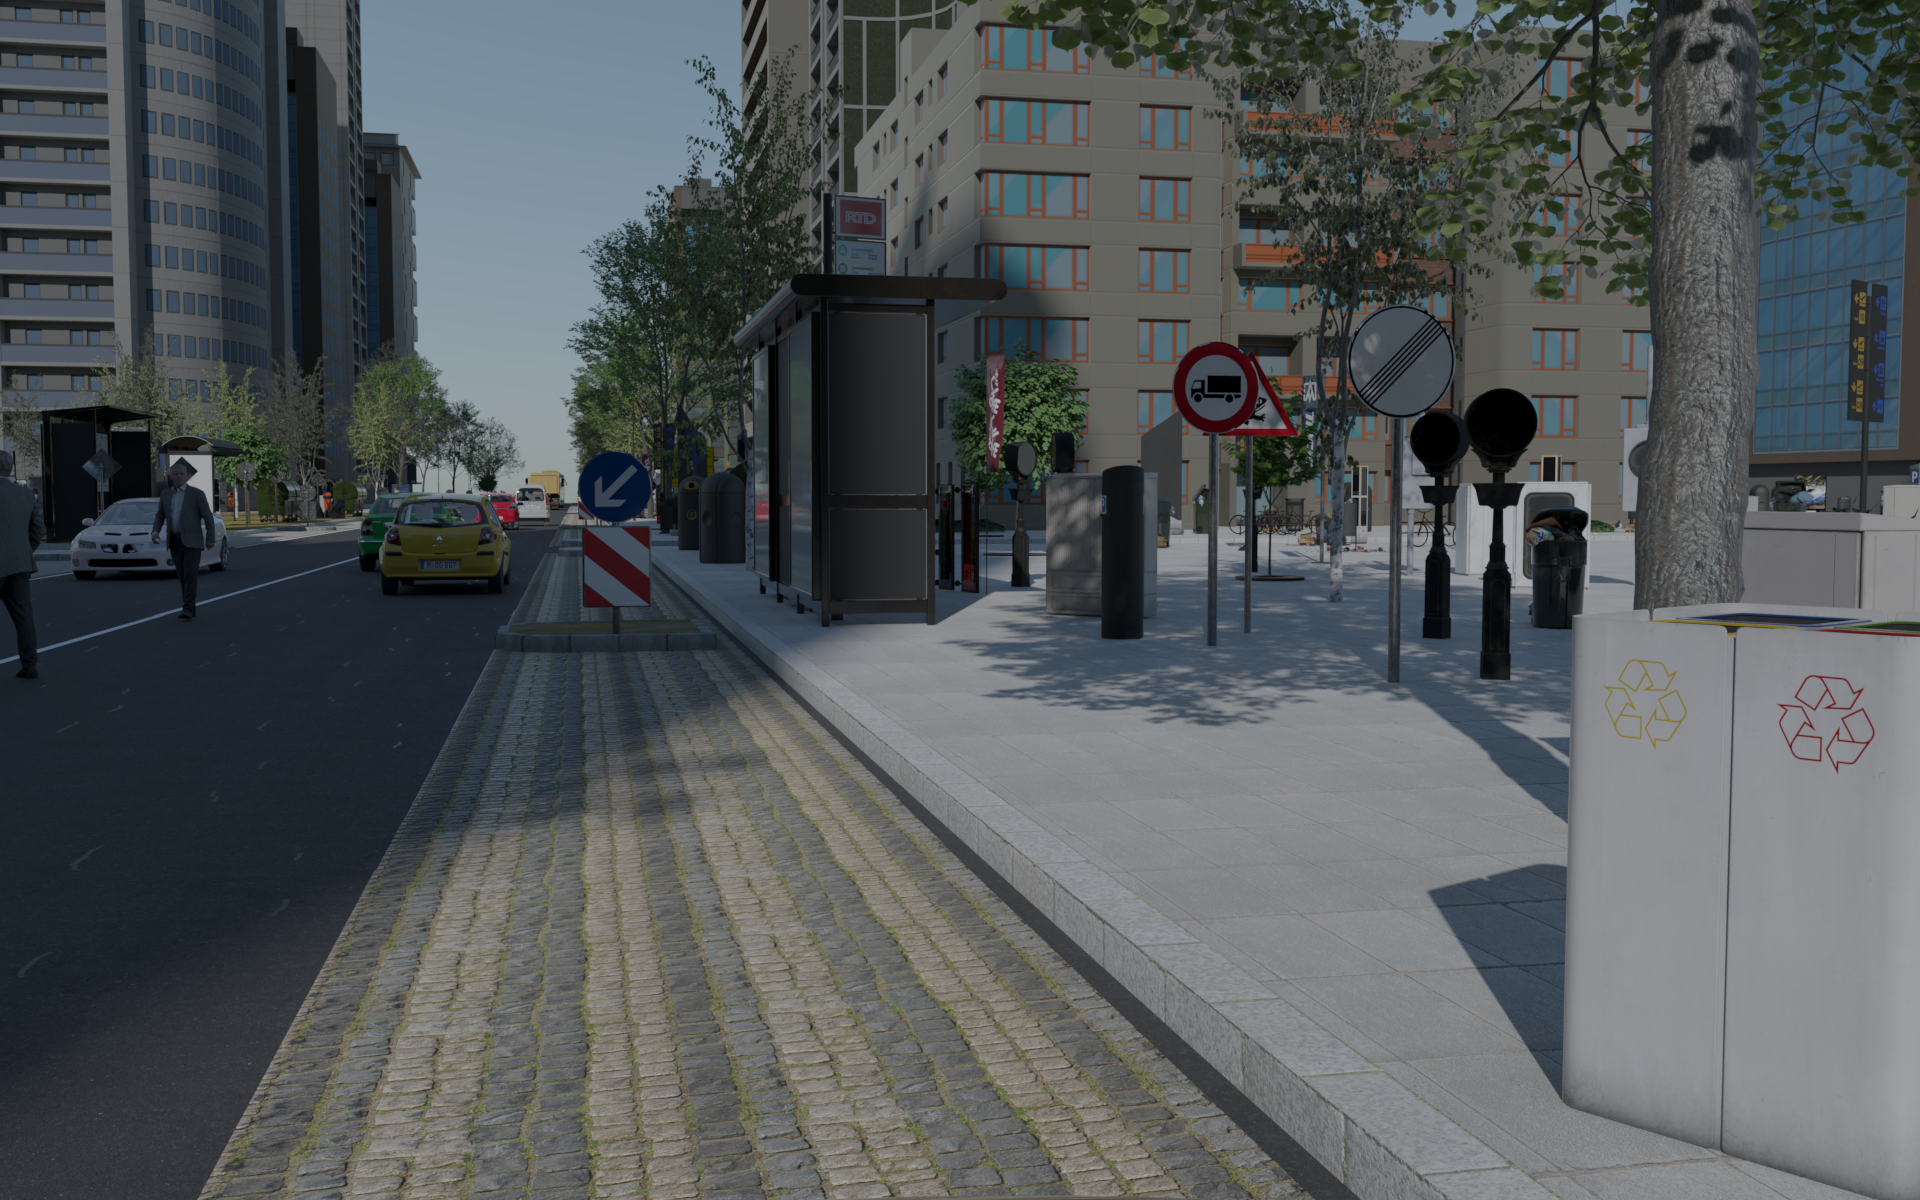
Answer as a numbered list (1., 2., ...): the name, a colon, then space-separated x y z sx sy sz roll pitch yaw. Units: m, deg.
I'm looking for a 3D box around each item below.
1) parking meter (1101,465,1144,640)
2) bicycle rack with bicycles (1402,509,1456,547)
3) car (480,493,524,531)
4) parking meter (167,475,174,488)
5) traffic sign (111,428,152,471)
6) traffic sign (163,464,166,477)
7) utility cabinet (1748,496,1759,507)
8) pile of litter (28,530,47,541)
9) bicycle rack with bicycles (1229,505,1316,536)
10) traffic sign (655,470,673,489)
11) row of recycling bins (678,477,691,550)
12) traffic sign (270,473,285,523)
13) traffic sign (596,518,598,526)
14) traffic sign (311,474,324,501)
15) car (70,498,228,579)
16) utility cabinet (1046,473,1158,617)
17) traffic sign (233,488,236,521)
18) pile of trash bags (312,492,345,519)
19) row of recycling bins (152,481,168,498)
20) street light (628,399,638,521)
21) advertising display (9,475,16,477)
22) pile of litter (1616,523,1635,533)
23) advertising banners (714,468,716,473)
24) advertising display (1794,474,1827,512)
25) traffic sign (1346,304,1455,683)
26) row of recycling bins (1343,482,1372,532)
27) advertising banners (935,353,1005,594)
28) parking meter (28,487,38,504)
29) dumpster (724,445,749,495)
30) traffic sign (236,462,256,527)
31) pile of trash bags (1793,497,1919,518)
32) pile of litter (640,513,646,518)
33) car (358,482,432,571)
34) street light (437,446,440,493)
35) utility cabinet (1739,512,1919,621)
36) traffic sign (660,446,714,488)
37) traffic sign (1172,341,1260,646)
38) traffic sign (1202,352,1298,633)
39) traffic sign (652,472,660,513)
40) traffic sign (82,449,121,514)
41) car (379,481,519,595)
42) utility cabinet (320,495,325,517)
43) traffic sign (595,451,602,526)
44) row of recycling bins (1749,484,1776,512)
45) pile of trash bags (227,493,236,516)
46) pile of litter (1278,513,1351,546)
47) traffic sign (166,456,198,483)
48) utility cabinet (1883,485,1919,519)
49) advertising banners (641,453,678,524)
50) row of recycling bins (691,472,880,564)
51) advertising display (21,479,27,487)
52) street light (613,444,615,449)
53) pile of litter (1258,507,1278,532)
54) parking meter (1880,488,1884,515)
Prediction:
1. parking meter: 1.447 -0.428 15.403 0.372 1.533 0.369 0 3 0
2. bicycle rack with bicycles: 11.956 -1.719 41.490 2.925 0.926 2.852 -3 4 -36
3. car: -18.570 -3.687 69.323 2.155 1.783 4.494 -1 4 -14
4. parking meter: -24.486 -2.956 54.041 0.399 1.863 0.255 -2 4 -29
5. traffic sign: -25.981 -3.626 53.151 2.265 3.308 0.079 0 4 -4
6. traffic sign: -30.326 -4.077 66.764 0.768 2.556 0.104 0 4 -4
7. utility cabinet: 26.817 -2.926 59.004 1.020 1.237 0.306 -3 5 -40
8. pile of litter: -25.656 -2.044 47.388 1.176 0.858 1.719 -2 4 -27
9. bicycle rack with bicycles: 9.852 -2.520 54.582 2.925 0.926 2.852 2 4 29
10. traffic sign: -17.915 -6.734 103.968 2.265 3.308 0.079 -1 4 -9
11. row of recycling bins: -4.948 -1.957 39.111 3.534 1.692 1.069 2 4 33
12. traffic sign: -30.267 -4.683 76.675 0.768 2.556 0.104 0 4 -7
13. traffic sign: -10.156 -2.739 48.429 0.795 2.450 0.064 -1 4 -12
14. traffic sign: -40.057 -6.602 108.044 0.768 2.556 0.104 0 4 -8
15. car: -14.348 -1.131 30.858 2.083 1.381 4.827 -1 4 -12
16. utility cabinet: 1.472 -0.579 18.140 1.173 1.500 0.318 2 4 34
17. traffic sign: -34.466 -5.023 82.229 0.768 2.556 0.104 0 4 -8
18. pile of trash bags: -33.116 -4.939 90.502 1.912 1.369 3.447 -2 4 -24
19. row of recycling bins: -26.001 -3.000 56.160 1.069 1.692 3.534 -2 4 -30
20. street light: -15.671 -6.751 83.168 0.468 5.910 1.993 -1 4 -12
21. advertising display: -32.500 -3.284 58.903 0.123 1.923 0.974 1 4 18
22. pile of litter: 22.816 -2.696 58.045 1.719 0.858 1.176 2 4 24
23. advertising banners: -16.047 -7.394 117.075 2.074 3.025 0.090 -2 4 -33
24. advertising display: 27.724 -3.137 56.506 0.974 1.923 0.123 1 4 10
25. traffic sign: 2.953 -0.710 11.716 0.768 2.556 0.104 -1 4 -9
26. row of recycling bins: 13.594 -3.247 60.197 1.069 1.692 3.534 0 4 4
27. advertising banners: 0.122 -1.612 22.536 0.090 3.025 2.074 -2 4 -25
28. parking meter: -34.403 -3.416 64.265 0.372 1.533 0.369 0 3 0
29. dumpster: -4.215 -2.024 35.585 1.502 2.255 1.985 -1 4 -12
30. traffic sign: -28.147 -4.170 68.279 0.768 2.556 0.104 0 4 -3
31. pile of trash bags: 14.327 -1.047 26.870 3.447 1.369 1.912 -1 4 -22
32. pile of litter: -17.605 -4.874 93.647 1.176 0.858 1.719 -2 4 -30
33. car: -10.558 -1.523 33.698 1.959 1.807 4.718 -1 4 -12
34. street light: -47.641 -11.340 158.193 0.468 5.910 1.993 -1 4 -12
35. utility cabinet: 3.034 0.294 6.361 0.306 1.237 1.020 -1 4 -15
36. traffic sign: -11.602 -4.881 73.674 2.265 3.308 0.079 -1 4 -11
37. traffic sign: 2.134 -0.885 14.583 0.768 2.556 0.104 -1 4 -12
38. traffic sign: 2.659 -0.975 15.951 0.884 2.594 0.081 0 4 -4
39. traffic sign: -17.723 -6.170 100.986 0.768 2.556 0.104 -1 4 -11
40. traffic sign: -18.978 -2.122 38.331 0.795 2.450 0.064 -1 4 -12
41. car: -7.731 -0.979 26.228 2.015 1.641 3.980 -1 4 -12
42. utility cabinet: -34.414 -5.036 93.502 0.306 1.237 1.020 -1 4 -21
43. traffic sign: -8.432 -2.262 40.632 0.795 2.450 0.064 -1 4 -12
44. row of recycling bins: 46.149 -5.567 98.127 1.069 1.692 3.534 -1 4 -13
45. pile of trash bags: -43.846 -5.567 100.768 3.447 1.369 1.912 -2 4 -29
46. pile of litter: 8.942 -1.791 43.242 1.719 0.858 1.176 0 4 4
47. traffic sign: -20.701 -2.599 46.128 0.795 2.450 0.064 -1 4 -12
48. utility cabinet: 22.934 -2.049 42.186 1.173 1.500 0.318 -2 4 -32
49. advertising banners: -12.809 -4.785 74.421 2.074 3.025 0.090 1 4 23
50. row of recycling bins: -3.170 -1.568 32.744 3.534 1.692 1.069 -2 4 -26
51. advertising display: -41.243 -4.304 75.588 0.974 1.923 0.123 -3 5 -40
52. street light: -24.269 -9.094 121.467 0.468 5.910 1.993 -1 4 -12
53. pile of litter: 10.285 -2.726 58.529 1.176 0.858 1.719 0 4 1
54. parking meter: 37.186 -3.742 69.587 0.372 1.533 0.369 0 3 0
